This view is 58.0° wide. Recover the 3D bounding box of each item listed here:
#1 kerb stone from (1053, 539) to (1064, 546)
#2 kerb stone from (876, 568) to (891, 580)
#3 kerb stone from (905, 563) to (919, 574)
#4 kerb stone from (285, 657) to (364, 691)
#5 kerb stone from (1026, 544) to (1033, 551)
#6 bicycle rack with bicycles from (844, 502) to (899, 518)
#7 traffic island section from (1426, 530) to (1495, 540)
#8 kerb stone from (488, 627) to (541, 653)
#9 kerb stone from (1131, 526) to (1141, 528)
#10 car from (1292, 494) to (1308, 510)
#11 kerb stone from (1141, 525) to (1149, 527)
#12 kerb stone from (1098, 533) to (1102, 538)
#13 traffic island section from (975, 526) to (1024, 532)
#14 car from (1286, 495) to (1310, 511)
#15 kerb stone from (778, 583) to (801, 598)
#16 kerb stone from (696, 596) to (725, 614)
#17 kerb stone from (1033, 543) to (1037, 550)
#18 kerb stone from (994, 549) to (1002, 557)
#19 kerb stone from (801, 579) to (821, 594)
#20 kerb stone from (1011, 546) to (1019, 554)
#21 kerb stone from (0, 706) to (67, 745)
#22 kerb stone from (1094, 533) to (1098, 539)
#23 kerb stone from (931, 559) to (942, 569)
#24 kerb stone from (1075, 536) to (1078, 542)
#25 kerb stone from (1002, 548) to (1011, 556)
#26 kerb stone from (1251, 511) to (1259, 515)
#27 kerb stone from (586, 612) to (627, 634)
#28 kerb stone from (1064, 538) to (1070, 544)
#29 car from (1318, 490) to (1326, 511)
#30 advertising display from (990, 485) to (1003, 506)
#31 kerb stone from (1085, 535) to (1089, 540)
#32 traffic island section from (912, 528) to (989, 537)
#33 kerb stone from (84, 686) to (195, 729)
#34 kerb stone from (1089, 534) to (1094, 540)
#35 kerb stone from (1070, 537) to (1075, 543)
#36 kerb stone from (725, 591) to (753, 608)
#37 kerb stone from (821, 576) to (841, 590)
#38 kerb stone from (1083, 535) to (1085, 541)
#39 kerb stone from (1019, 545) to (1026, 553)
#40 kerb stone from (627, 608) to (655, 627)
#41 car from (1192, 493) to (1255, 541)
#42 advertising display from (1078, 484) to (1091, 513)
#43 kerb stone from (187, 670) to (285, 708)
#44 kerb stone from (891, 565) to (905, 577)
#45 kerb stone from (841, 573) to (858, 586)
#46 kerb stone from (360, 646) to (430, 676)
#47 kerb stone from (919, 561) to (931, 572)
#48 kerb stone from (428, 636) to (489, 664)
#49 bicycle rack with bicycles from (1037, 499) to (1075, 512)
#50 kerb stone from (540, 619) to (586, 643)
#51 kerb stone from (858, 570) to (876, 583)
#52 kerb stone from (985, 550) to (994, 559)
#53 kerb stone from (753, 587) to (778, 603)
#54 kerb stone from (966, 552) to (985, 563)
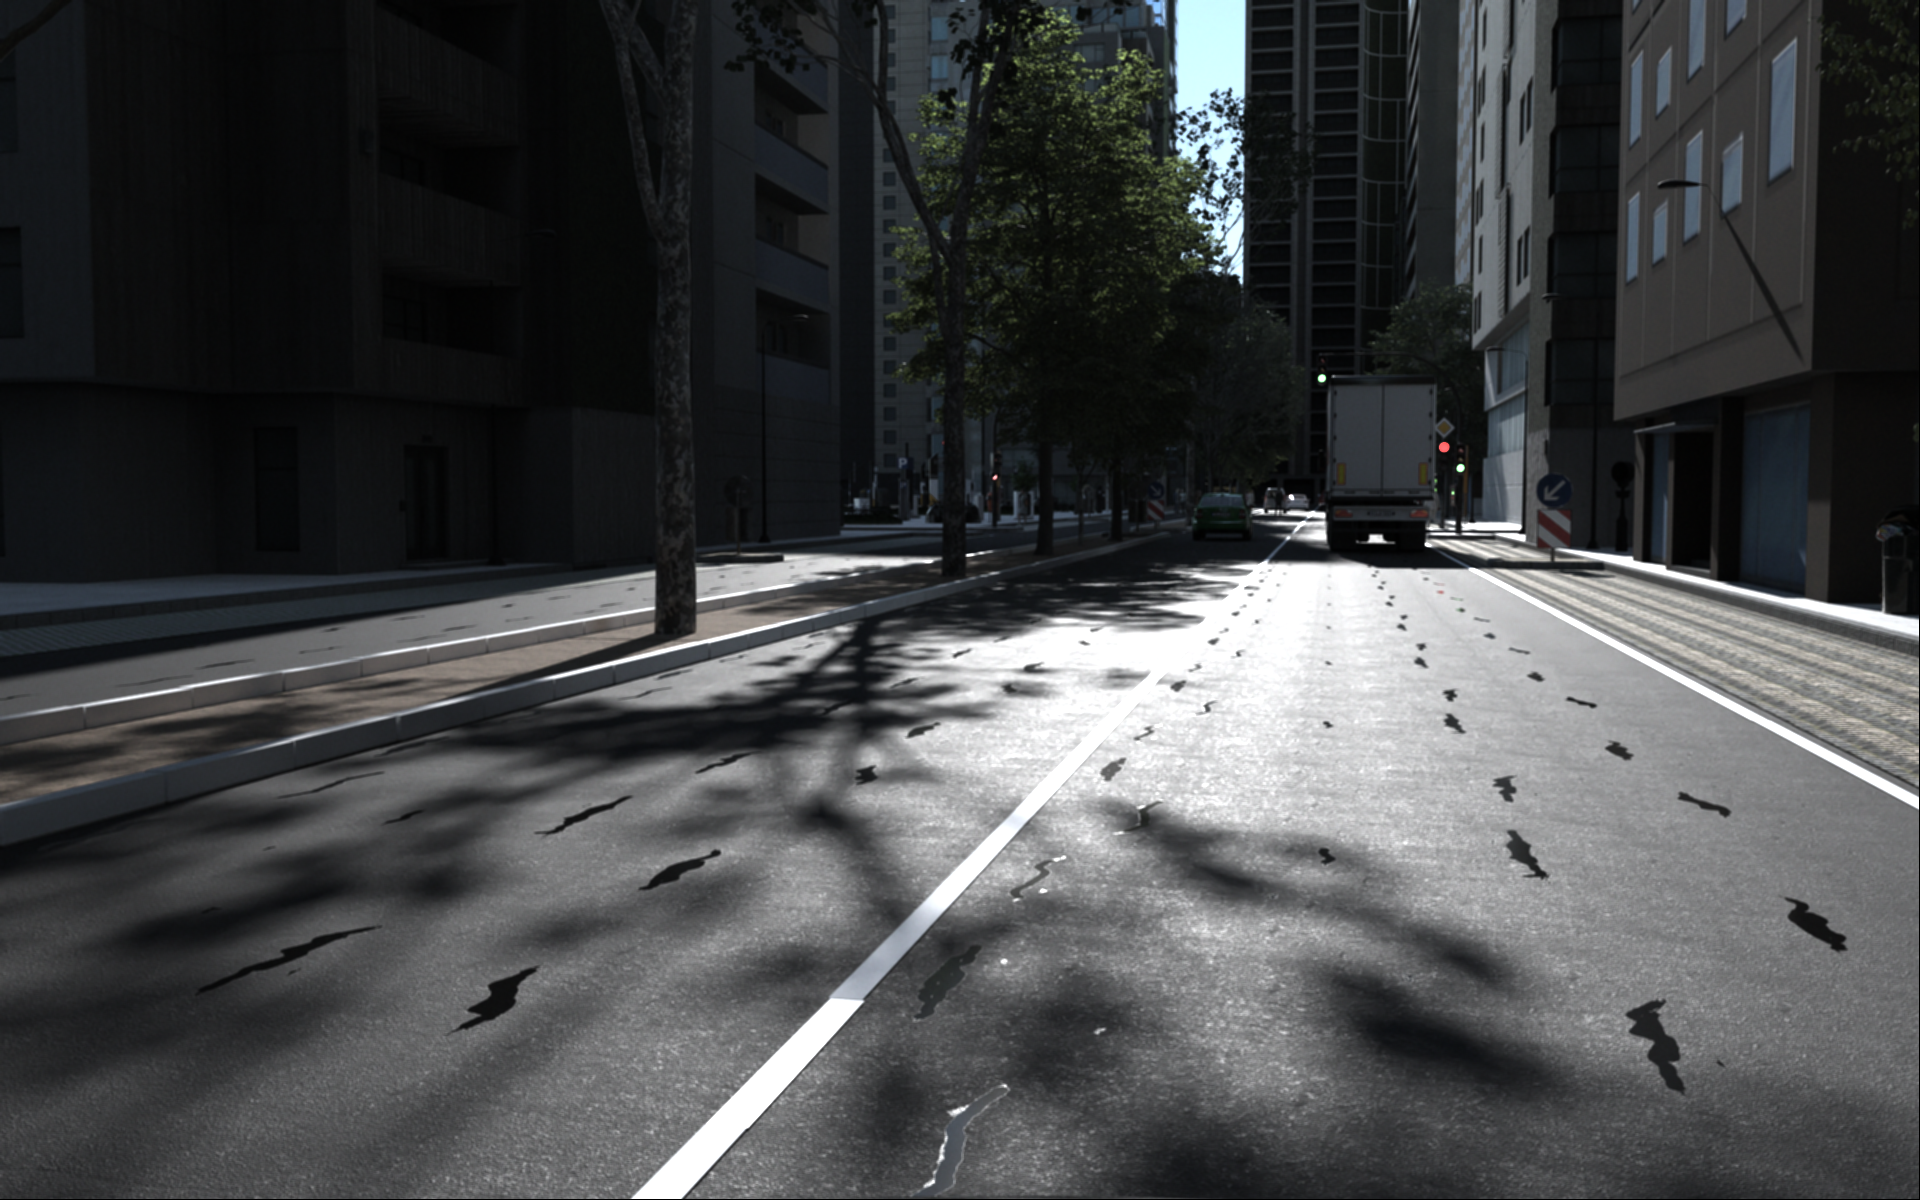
[{"bbox_3d":[2.687,-1.583,48.073,0.120,0.150,1.000,1,4,12],"label":"kerb stone"},{"bbox_3d":[-1.384,-0.415,29.031,0.120,0.150,1.000,1,4,12],"label":"kerb stone"},{"bbox_3d":[-0.954,-0.541,31.036,0.120,0.150,1.000,1,4,12],"label":"kerb stone"},{"bbox_3d":[-4.817,0.570,12.982,0.120,0.150,1.000,1,4,12],"label":"kerb stone"},{"bbox_3d":[1.614,-1.276,43.059,0.120,0.150,1.000,1,4,12],"label":"kerb stone"},{"bbox_3d":[-4.128,-3.874,76.724,2.925,0.926,2.852,-1,4,-17],"label":"bicycle rack with bicycles"},{"bbox_3d":[15.964,-2.027,55.429,2.009,0.180,2.903,1,4,12],"label":"traffic island section"},{"bbox_3d":[-4.171,0.382,15.993,0.120,0.150,1.000,1,4,12],"label":"kerb stone"},{"bbox_3d":[6.870,-2.780,67.646,0.120,0.150,1.000,1,4,12],"label":"kerb stone"},{"bbox_3d":[31.044,-9.018,159.443,2.014,1.417,4.499,1,4,13],"label":"car"},{"bbox_3d":[7.515,-2.964,70.655,0.120,0.150,1.000,1,4,12],"label":"kerb stone"},{"bbox_3d":[4.407,-2.074,56.109,0.120,0.150,1.000,1,4,12],"label":"kerb stone"},{"bbox_3d":[1.311,-2.718,66.721,2.009,0.180,2.903,1,4,12],"label":"traffic island section"},{"bbox_3d":[28.130,-8.068,144.268,2.083,1.381,4.827,1,4,11],"label":"car"},{"bbox_3d":[-2.454,-0.112,24.025,0.120,0.150,1.000,1,4,12],"label":"kerb stone"},{"bbox_3d":[-3.106,0.072,21.012,0.120,0.150,1.000,1,4,12],"label":"kerb stone"},{"bbox_3d":[1.828,-1.337,44.066,0.120,0.150,1.000,1,4,12],"label":"kerb stone"},{"bbox_3d":[0.748,-1.031,39.051,0.120,0.150,1.000,1,4,12],"label":"kerb stone"},{"bbox_3d":[-2.242,-0.173,25.025,0.120,0.150,1.000,1,4,12],"label":"kerb stone"},{"bbox_3d":[1.188,-1.150,41.054,0.120,0.150,1.000,1,4,12],"label":"kerb stone"},{"bbox_3d":[-5.455,0.747,9.982,0.120,0.150,1.000,1,4,12],"label":"kerb stone"},{"bbox_3d":[4.188,-2.013,55.101,0.120,0.150,1.000,1,4,12],"label":"kerb stone"},{"bbox_3d":[-0.531,-0.664,33.048,0.120,0.150,1.000,1,4,12],"label":"kerb stone"},{"bbox_3d":[3.333,-1.765,51.083,0.120,0.150,1.000,1,4,12],"label":"kerb stone"},{"bbox_3d":[0.969,-1.092,40.049,0.120,0.150,1.000,1,4,12],"label":"kerb stone"},{"bbox_3d":[21.360,-6.308,125.358,0.120,0.150,1.000,1,4,12],"label":"kerb stone"},{"bbox_3d":[-3.746,0.256,18.008,0.120,0.150,1.000,1,4,12],"label":"kerb stone"},{"bbox_3d":[2.904,-1.644,49.074,0.120,0.150,1.000,1,4,12],"label":"kerb stone"},{"bbox_3d":[31.733,-8.522,148.000,2.281,1.827,5.304,1,4,12],"label":"car"},{"bbox_3d":[2.639,-7.279,124.217,0.974,1.923,0.123,-2,4,-23],"label":"advertising display"},{"bbox_3d":[3.761,-1.890,53.094,0.120,0.150,1.000,1,4,12],"label":"kerb stone"},{"bbox_3d":[-0.359,-2.240,58.912,2.009,0.180,2.903,1,4,12],"label":"traffic island section"},{"bbox_3d":[-5.242,0.692,10.982,0.120,0.150,1.000,1,4,12],"label":"kerb stone"},{"bbox_3d":[3.972,-1.951,54.102,0.120,0.150,1.000,1,4,12],"label":"kerb stone"},{"bbox_3d":[3.114,-1.703,50.085,0.120,0.150,1.000,1,4,12],"label":"kerb stone"},{"bbox_3d":[-2.883,0.011,22.009,0.120,0.150,1.000,1,4,12],"label":"kerb stone"},{"bbox_3d":[-2.030,-0.234,26.024,0.120,0.150,1.000,1,4,12],"label":"kerb stone"},{"bbox_3d":[3.547,-1.828,52.088,0.120,0.150,1.000,1,4,12],"label":"kerb stone"},{"bbox_3d":[1.399,-1.215,42.058,0.120,0.150,1.000,1,4,12],"label":"kerb stone"},{"bbox_3d":[-3.536,0.195,19.012,0.120,0.150,1.000,1,4,12],"label":"kerb stone"},{"bbox_3d":[8.349,-2.816,54.846,1.959,1.807,4.718,1,4,11],"label":"car"},{"bbox_3d":[8.267,-6.716,115.015,0.974,1.923,0.123,2,4,32],"label":"advertising display"},{"bbox_3d":[-5.037,0.625,11.983,0.120,0.150,1.000,1,4,12],"label":"kerb stone"},{"bbox_3d":[-1.173,-0.479,30.031,0.120,0.150,1.000,1,4,12],"label":"kerb stone"},{"bbox_3d":[-1.817,-0.290,27.032,0.120,0.150,1.000,1,4,12],"label":"kerb stone"},{"bbox_3d":[-4.608,0.502,13.982,0.120,0.150,1.000,1,4,12],"label":"kerb stone"},{"bbox_3d":[-0.751,-0.602,32.038,0.120,0.150,1.000,1,4,12],"label":"kerb stone"},{"bbox_3d":[-4.393,0.444,14.983,0.120,0.150,1.000,1,4,12],"label":"kerb stone"},{"bbox_3d":[6.903,-6.619,121.608,2.925,0.926,2.852,0,4,5],"label":"bicycle rack with bicycles"},{"bbox_3d":[-3.962,0.318,16.997,0.120,0.150,1.000,1,4,12],"label":"kerb stone"},{"bbox_3d":[-1.595,-0.357,28.031,0.120,0.150,1.000,1,4,12],"label":"kerb stone"},{"bbox_3d":[0.544,-0.970,38.050,0.120,0.150,1.000,1,4,12],"label":"kerb stone"},{"bbox_3d":[-2.673,-0.051,23.022,0.120,0.150,1.000,1,4,12],"label":"kerb stone"},{"bbox_3d":[0.333,-0.907,37.050,0.120,0.150,1.000,1,4,12],"label":"kerb stone"}]
